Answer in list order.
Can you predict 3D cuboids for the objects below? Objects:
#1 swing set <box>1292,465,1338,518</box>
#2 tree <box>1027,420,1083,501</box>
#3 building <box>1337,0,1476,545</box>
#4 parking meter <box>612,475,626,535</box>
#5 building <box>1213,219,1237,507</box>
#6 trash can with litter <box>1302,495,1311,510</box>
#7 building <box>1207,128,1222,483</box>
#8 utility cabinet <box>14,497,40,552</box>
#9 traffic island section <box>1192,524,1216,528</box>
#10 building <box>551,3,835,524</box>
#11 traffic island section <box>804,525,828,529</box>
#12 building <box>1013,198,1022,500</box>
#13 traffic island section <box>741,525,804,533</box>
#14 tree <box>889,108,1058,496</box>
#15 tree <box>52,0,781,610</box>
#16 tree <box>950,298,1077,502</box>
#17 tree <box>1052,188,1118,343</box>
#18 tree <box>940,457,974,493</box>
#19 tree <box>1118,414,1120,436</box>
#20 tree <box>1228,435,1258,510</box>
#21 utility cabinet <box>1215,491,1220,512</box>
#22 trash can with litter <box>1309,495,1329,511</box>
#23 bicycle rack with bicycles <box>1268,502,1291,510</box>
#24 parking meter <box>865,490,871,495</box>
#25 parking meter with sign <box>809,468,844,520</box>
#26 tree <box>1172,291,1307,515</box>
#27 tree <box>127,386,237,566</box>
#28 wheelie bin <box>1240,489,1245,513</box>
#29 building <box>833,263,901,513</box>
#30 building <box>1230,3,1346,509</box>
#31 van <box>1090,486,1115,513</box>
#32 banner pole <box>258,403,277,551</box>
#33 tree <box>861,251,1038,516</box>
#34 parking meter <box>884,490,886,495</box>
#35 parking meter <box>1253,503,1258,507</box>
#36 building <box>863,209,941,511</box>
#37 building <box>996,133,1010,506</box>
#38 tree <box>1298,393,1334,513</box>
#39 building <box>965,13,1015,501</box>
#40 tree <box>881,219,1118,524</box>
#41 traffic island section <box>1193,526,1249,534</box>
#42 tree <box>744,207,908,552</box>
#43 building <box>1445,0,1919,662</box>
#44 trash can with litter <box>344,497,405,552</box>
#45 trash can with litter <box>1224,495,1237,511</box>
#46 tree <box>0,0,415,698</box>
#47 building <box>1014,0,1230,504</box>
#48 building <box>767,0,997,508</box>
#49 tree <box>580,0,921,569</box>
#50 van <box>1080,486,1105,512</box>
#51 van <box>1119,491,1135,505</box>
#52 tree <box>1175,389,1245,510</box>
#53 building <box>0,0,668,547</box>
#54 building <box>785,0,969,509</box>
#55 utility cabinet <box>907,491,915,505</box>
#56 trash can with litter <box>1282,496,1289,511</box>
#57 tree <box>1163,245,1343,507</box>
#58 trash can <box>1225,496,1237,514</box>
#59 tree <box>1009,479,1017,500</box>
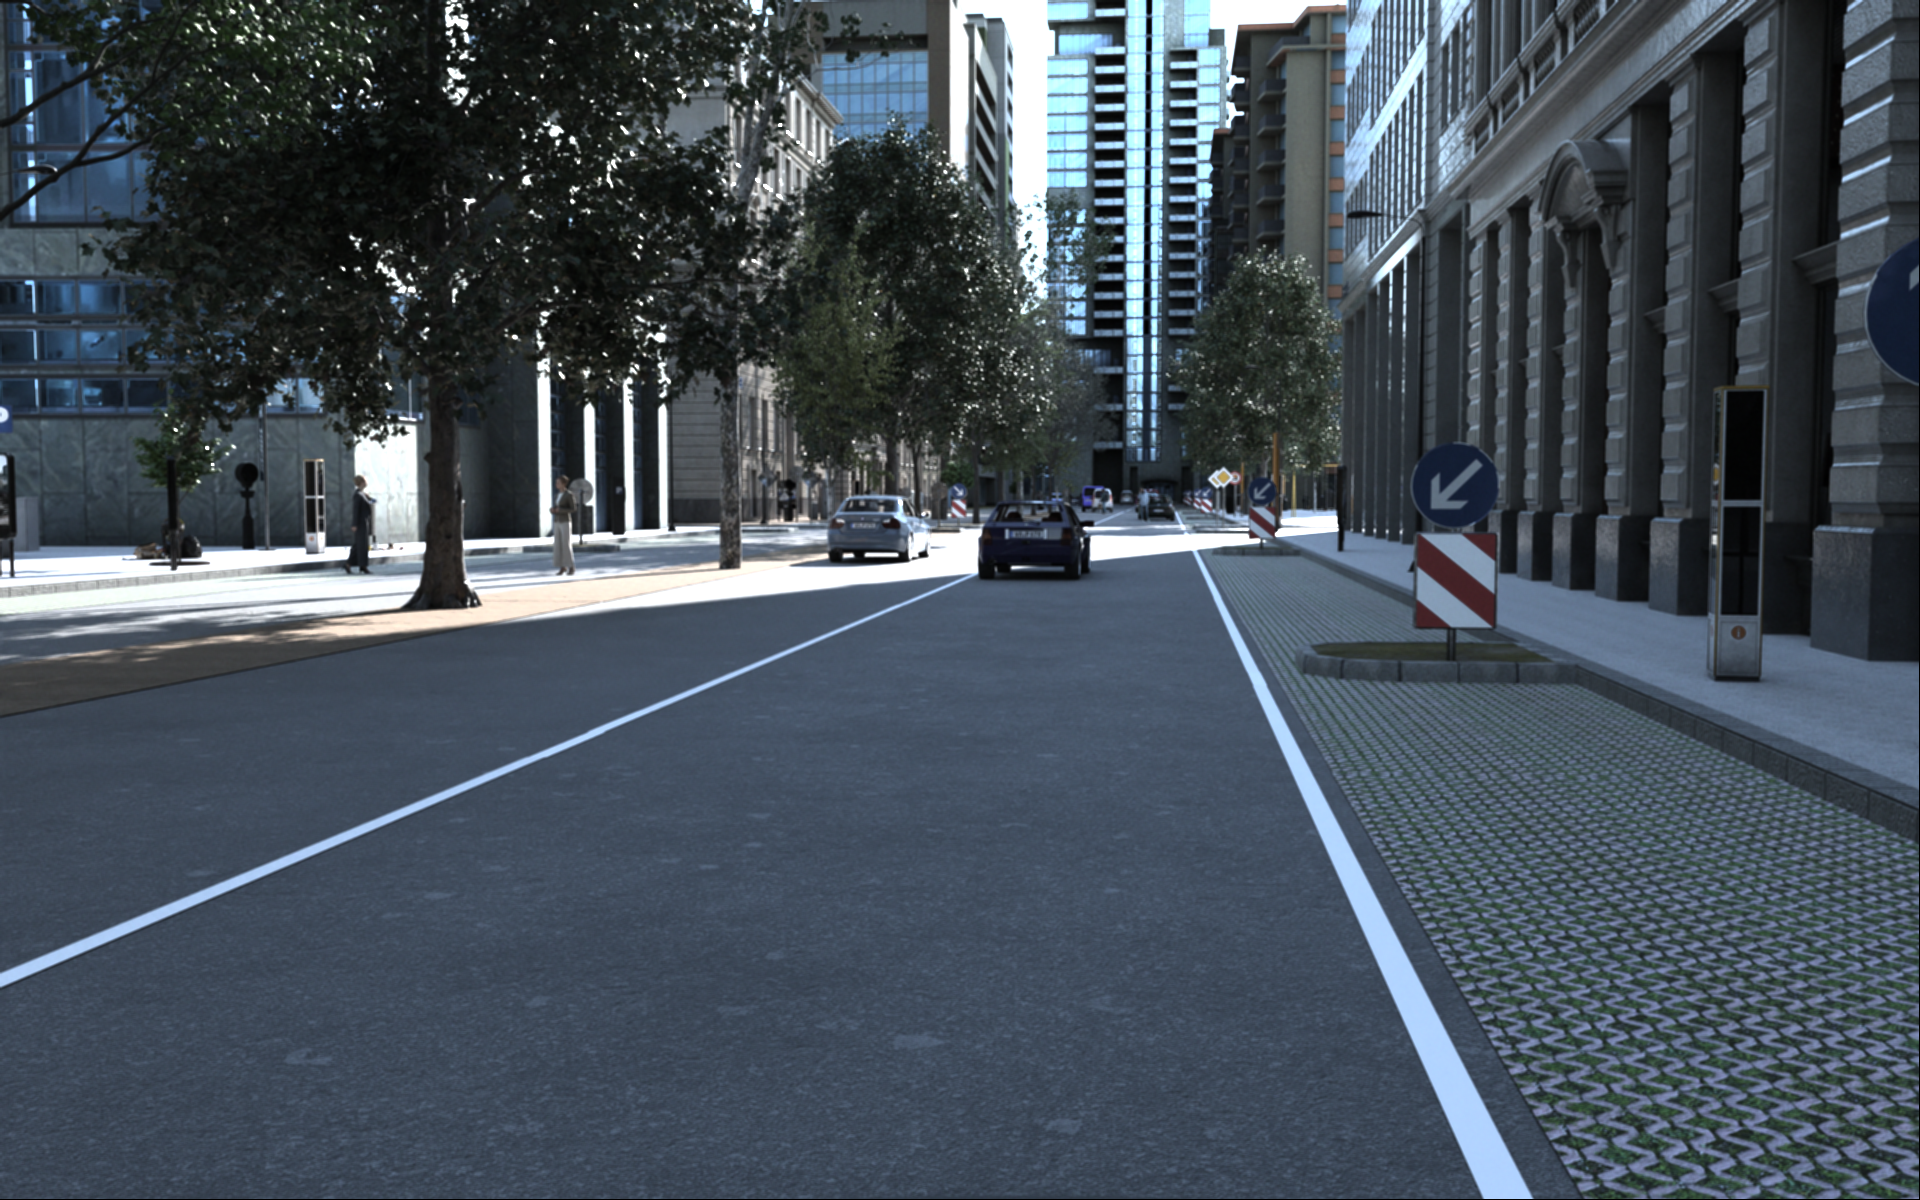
[{"bbox_3d":[19.264,-5.842,93.143,3.119,2.851,2.862,0,4,8],"label":"swing set"},{"bbox_3d":[7.576,-11.084,134.042,4.737,8.622,4.395,0,3,0],"label":"tree"},{"bbox_3d":[17.095,-16.390,45.471,11.434,29.767,29.804,0,4,7],"label":"building"},{"bbox_3d":[-10.663,-2.961,54.130,0.399,1.863,0.255,-2,4,-24],"label":"parking meter"},{"bbox_3d":[33.825,-25.134,182.636,14.160,30.474,14.107,0,4,7],"label":"building"},{"bbox_3d":[28.162,-7.880,140.222,0.624,1.170,1.055,-1,4,-17],"label":"trash can with litter"},{"bbox_3d":[40.339,-33.587,203.778,22.147,44.769,28.867,0,4,7],"label":"building"},{"bbox_3d":[-20.945,-1.692,38.827,0.306,1.237,1.020,-1,4,-14],"label":"utility cabinet"},{"bbox_3d":[10.566,-2.986,71.109,2.009,0.180,2.903,0,4,7],"label":"traffic island section"},{"bbox_3d":[-14.159,-17.717,86.930,12.463,27.353,25.104,0,4,7],"label":"building"},{"bbox_3d":[-6.305,-3.110,73.121,2.009,0.180,2.903,0,4,7],"label":"traffic island section"},{"bbox_3d":[1.089,-34.025,239.898,14.086,41.232,14.154,0,4,7],"label":"building"},{"bbox_3d":[-7.252,-2.625,65.192,2.009,0.180,2.903,0,4,7],"label":"traffic island section"},{"bbox_3d":[-2.006,-8.067,51.356,9.611,12.733,9.660,0,3,0],"label":"tree"},{"bbox_3d":[-6.474,-6.247,21.598,9.611,12.733,9.660,0,3,0],"label":"tree"},{"bbox_3d":[2.066,-10.283,88.705,7.486,12.596,7.792,0,3,0],"label":"tree"},{"bbox_3d":[2.331,-14.781,100.007,12.611,20.169,13.585,0,3,0],"label":"tree"},{"bbox_3d":[-0.052,-9.908,145.716,4.285,4.588,4.351,0,3,0],"label":"tree"},{"bbox_3d":[4.829,-12.231,112.802,12.009,13.543,11.850,0,3,0],"label":"tree"},{"bbox_3d":[20.593,-10.808,127.080,4.360,8.622,3.978,0,3,0],"label":"tree"},{"bbox_3d":[18.142,-6.932,122.024,0.318,1.500,1.173,0,4,7],"label":"utility cabinet"},{"bbox_3d":[27.162,-7.320,130.738,1.678,1.210,2.233,-2,4,-26],"label":"trash can with litter"},{"bbox_3d":[25.114,-7.597,137.591,2.852,0.926,2.925,-3,5,-44],"label":"bicycle rack with bicycles"},{"bbox_3d":[-5.143,-5.407,96.822,0.372,1.533,0.369,0,3,0],"label":"parking meter"},{"bbox_3d":[-6.752,-5.592,87.687,1.738,3.016,0.543,-2,4,-26],"label":"parking meter with sign"},{"bbox_3d":[17.714,-12.223,106.506,9.857,13.997,8.962,0,3,0],"label":"tree"},{"bbox_3d":[-14.248,-2.248,31.356,1.663,3.219,1.824,0,3,0],"label":"tree"},{"bbox_3d":[19.114,-6.587,115.605,0.693,1.594,0.980,-3,4,-37],"label":"wheelie bin"},{"bbox_3d":[-9.908,-14.945,108.986,10.561,19.102,19.286,0,4,7],"label":"building"},{"bbox_3d":[36.114,-30.930,160.329,22.147,44.769,28.867,0,4,7],"label":"building"},{"bbox_3d":[11.164,-7.872,135.726,2.013,2.044,4.112,0,4,5],"label":"van"},{"bbox_3d":[-15.791,-3.012,39.262,0.401,3.779,0.863,-2,4,-32],"label":"banner pole"},{"bbox_3d":[-1.371,-7.537,60.097,8.767,10.594,7.601,0,4,7],"label":"tree"},{"bbox_3d":[-4.408,-5.898,104.842,0.372,1.533,0.369,0,3,0],"label":"parking meter"},{"bbox_3d":[19.986,-6.834,117.454,0.255,1.863,0.399,3,5,42],"label":"parking meter"},{"bbox_3d":[-8.606,-20.439,131.440,12.463,27.353,25.104,0,4,7],"label":"building"},{"bbox_3d":[-2.156,-31.065,191.502,14.154,41.232,14.086,0,4,7],"label":"building"},{"bbox_3d":[23.701,-10.128,115.952,4.360,8.622,3.978,0,3,0],"label":"tree"},{"bbox_3d":[-7.778,-41.043,213.054,28.212,58.520,21.231,0,4,7],"label":"building"},{"bbox_3d":[0.740,-10.041,77.000,12.009,13.543,11.850,0,3,0],"label":"tree"},{"bbox_3d":[9.619,-2.502,63.180,2.009,0.180,2.903,0,4,7],"label":"traffic island section"},{"bbox_3d":[-3.198,-5.479,42.406,4.737,8.622,4.395,0,3,0],"label":"tree"},{"bbox_3d":[12.814,-11.761,21.170,11.050,23.489,19.941,0,4,7],"label":"building"},{"bbox_3d":[-13.245,-1.747,39.619,1.678,1.210,2.233,0,4,6],"label":"trash can with litter"},{"bbox_3d":[20.824,-7.380,131.726,1.678,1.210,2.233,-1,4,-17],"label":"trash can with litter"},{"bbox_3d":[-7.221,-5.096,11.527,9.928,11.665,9.643,0,3,0],"label":"tree"},{"bbox_3d":[23.961,-56.713,239.935,31.000,86.520,22.319,0,4,7],"label":"building"},{"bbox_3d":[-7.946,-33.659,174.032,21.300,48.544,21.600,0,4,7],"label":"building"},{"bbox_3d":[-5.492,-10.713,33.507,12.611,20.169,13.585,0,3,0],"label":"tree"},{"bbox_3d":[10.849,-8.326,140.518,2.240,2.365,5.245,0,4,5],"label":"van"},{"bbox_3d":[21.251,-13.062,220.571,2.013,2.044,4.112,0,4,6],"label":"van"},{"bbox_3d":[21.737,-13.781,143.439,7.486,12.596,7.792,0,3,0],"label":"tree"},{"bbox_3d":[-27.392,-45.183,51.416,31.000,86.520,22.319,0,4,7],"label":"building"},{"bbox_3d":[-6.854,-30.907,155.442,14.600,45.320,14.200,0,4,7],"label":"building"},{"bbox_3d":[-3.359,-6.557,115.891,0.318,1.500,1.173,2,4,29],"label":"utility cabinet"},{"bbox_3d":[24.465,-7.365,131.812,1.055,1.170,0.624,2,4,33],"label":"trash can with litter"},{"bbox_3d":[14.048,-9.953,79.742,9.611,12.733,9.660,0,3,0],"label":"tree"},{"bbox_3d":[17.557,-6.156,112.301,0.748,1.137,0.748,0,3,0],"label":"trash can"},{"bbox_3d":[6.398,-12.692,202.111,1.663,3.219,1.824,0,3,0],"label":"tree"}]
